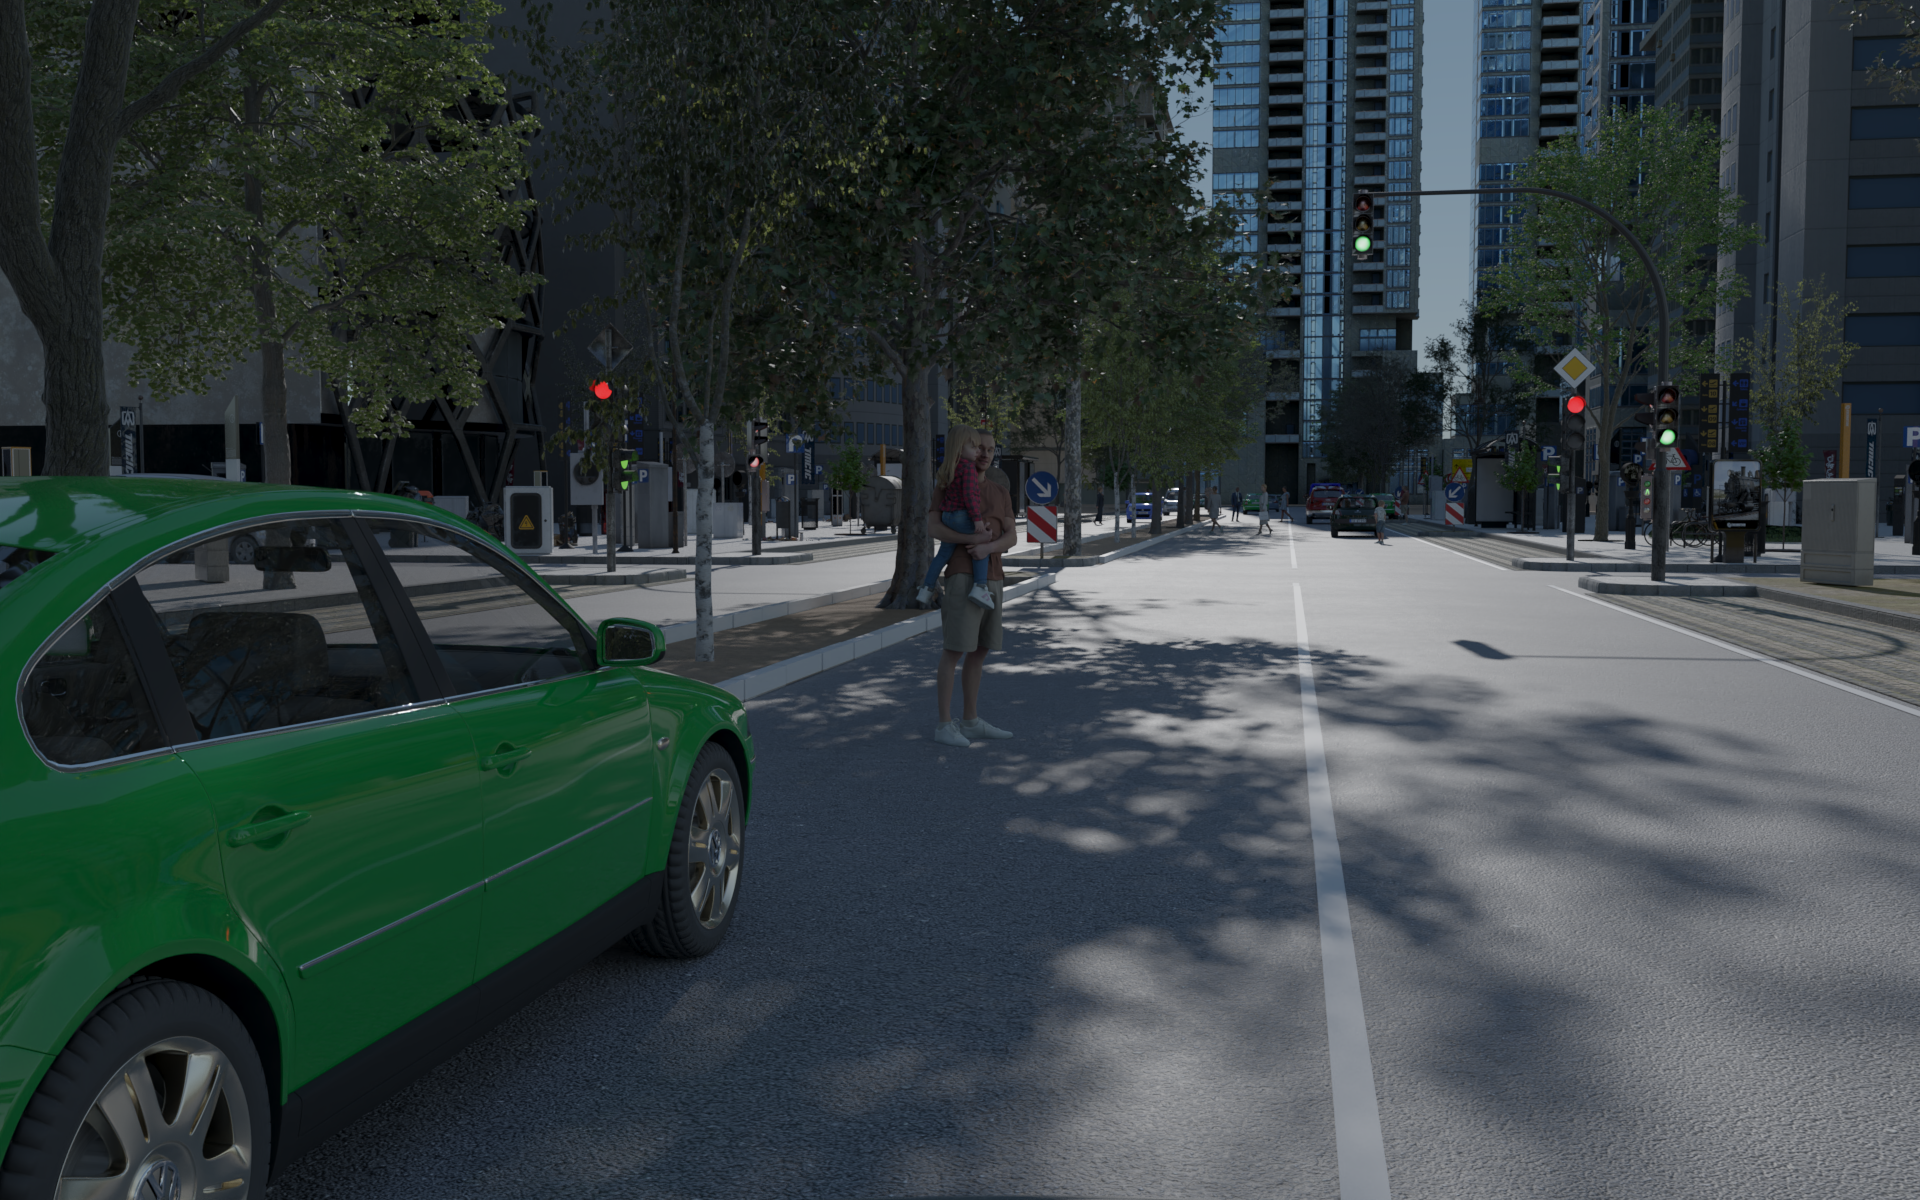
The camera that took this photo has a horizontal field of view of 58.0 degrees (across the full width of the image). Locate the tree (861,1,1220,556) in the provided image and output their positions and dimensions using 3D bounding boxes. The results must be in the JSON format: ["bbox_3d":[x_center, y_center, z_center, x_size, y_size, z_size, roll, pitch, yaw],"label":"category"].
[{"bbox_3d":[1.518,-11.102,39.856,12.611,20.169,13.585,0,3,0],"label":"tree"}]

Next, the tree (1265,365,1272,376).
[{"bbox_3d":[12.720,-10.014,91.933,9.928,11.665,9.643,0,3,0],"label":"tree"}]

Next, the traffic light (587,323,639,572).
[{"bbox_3d":[-5.742,-2.420,28.489,0.839,4.253,0.868,1,4,11],"label":"traffic light"}]

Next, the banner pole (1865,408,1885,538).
[{"bbox_3d":[26.640,-3.698,50.483,0.863,3.779,0.401,-2,4,-29],"label":"banner pole"}]

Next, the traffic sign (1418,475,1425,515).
[{"bbox_3d":[28.635,-6.533,106.926,0.768,2.556,0.104,1,4,14],"label":"traffic sign"}]

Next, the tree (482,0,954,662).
[{"bbox_3d":[-2.149,-3.788,14.751,4.360,8.622,3.978,0,3,0],"label":"tree"}]

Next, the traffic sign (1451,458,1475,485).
[{"bbox_3d":[28.947,-6.365,97.946,2.265,3.308,0.079,1,4,13],"label":"traffic sign"}]

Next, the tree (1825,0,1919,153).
[{"bbox_3d":[10.382,-6.268,12.860,12.009,13.543,11.850,0,3,0],"label":"tree"}]

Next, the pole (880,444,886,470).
[{"bbox_3d":[-3.151,-4.714,70.919,0.158,3.312,0.155,0,3,0],"label":"pole"}]

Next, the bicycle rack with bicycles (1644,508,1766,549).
[{"bbox_3d":[18.053,-1.736,41.763,2.925,0.926,2.852,1,4,14],"label":"bicycle rack with bicycles"}]

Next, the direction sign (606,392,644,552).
[{"bbox_3d":[-7.463,-2.843,38.481,0.876,3.537,0.379,-1,4,-13],"label":"direction sign"}]

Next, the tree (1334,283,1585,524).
[{"bbox_3d":[22.114,-8.549,74.192,8.767,10.594,7.601,-2,4,-33],"label":"tree"}]

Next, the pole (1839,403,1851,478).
[{"bbox_3d":[19.882,-2.759,38.953,0.158,3.312,0.155,0,3,0],"label":"pole"}]

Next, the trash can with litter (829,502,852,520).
[{"bbox_3d":[-5.900,-4.535,85.529,1.055,1.170,0.624,-3,4,-37],"label":"trash can with litter"}]

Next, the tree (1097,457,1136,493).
[{"bbox_3d":[13.494,-10.050,148.028,4.285,4.588,4.351,0,3,0],"label":"tree"}]

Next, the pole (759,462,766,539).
[{"bbox_3d":[-5.671,-3.408,49.564,0.158,3.312,0.155,0,3,0],"label":"pole"}]

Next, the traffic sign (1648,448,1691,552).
[{"bbox_3d":[15.759,-2.355,38.507,0.884,2.594,0.081,1,4,15],"label":"traffic sign"}]

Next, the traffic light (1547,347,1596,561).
[{"bbox_3d":[11.770,-2.717,33.343,0.839,4.253,0.868,1,4,11],"label":"traffic light"}]

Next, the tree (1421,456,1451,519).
[{"bbox_3d":[24.371,-5.744,88.513,1.663,3.219,1.824,0,3,0],"label":"tree"}]

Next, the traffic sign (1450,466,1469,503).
[{"bbox_3d":[23.380,-4.961,81.120,0.884,2.594,0.081,1,4,11],"label":"traffic sign"}]

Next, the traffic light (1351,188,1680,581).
[{"bbox_3d":[8.219,-3.124,25.742,4.771,5.953,1.251,1,4,11],"label":"traffic light"}]

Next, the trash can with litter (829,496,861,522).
[{"bbox_3d":[-5.691,-4.218,80.026,1.678,1.210,2.233,-3,4,-38],"label":"trash can with litter"}]

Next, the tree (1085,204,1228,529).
[{"bbox_3d":[9.176,-9.709,71.576,12.009,13.543,11.850,0,3,0],"label":"tree"}]

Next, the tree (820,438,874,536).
[{"bbox_3d":[-3.322,-3.631,53.963,1.663,3.219,1.824,0,3,0],"label":"tree"}]

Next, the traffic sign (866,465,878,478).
[{"bbox_3d":[-3.925,-4.562,74.699,0.768,2.556,0.104,1,4,14],"label":"traffic sign"}]

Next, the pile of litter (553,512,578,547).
[{"bbox_3d":[-10.007,-1.776,43.003,1.176,0.858,1.719,0,4,4],"label":"pile of litter"}]

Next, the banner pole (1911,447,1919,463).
[{"bbox_3d":[37.198,-4.723,67.233,0.401,3.779,0.863,-1,4,-11],"label":"banner pole"}]

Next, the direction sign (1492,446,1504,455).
[{"bbox_3d":[25.259,-5.473,81.486,0.876,3.537,0.379,-2,4,-31],"label":"direction sign"}]

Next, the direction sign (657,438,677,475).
[{"bbox_3d":[-11.781,-4.756,69.759,0.876,3.537,0.379,1,4,20],"label":"direction sign"}]

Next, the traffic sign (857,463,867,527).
[{"bbox_3d":[-4.023,-4.178,68.414,0.768,2.556,0.104,1,4,17],"label":"traffic sign"}]

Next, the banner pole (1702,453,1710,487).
[{"bbox_3d":[33.546,-5.391,78.153,0.863,3.779,0.401,0,4,-2],"label":"banner pole"}]

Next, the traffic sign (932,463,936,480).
[{"bbox_3d":[-1.290,-4.217,69.050,0.768,2.556,0.104,1,4,13],"label":"traffic sign"}]

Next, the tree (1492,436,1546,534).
[{"bbox_3d":[18.415,-3.773,56.289,1.663,3.219,1.824,0,3,0],"label":"tree"}]

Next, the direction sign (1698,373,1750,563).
[{"bbox_3d":[14.315,-2.478,32.510,0.876,3.537,0.379,1,4,10],"label":"direction sign"}]

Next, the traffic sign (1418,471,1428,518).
[{"bbox_3d":[25.357,-5.769,94.335,0.884,2.594,0.081,1,4,11],"label":"traffic sign"}]

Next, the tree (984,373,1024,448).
[{"bbox_3d":[1.414,-8.206,84.537,4.360,8.622,3.978,0,3,0],"label":"tree"}]

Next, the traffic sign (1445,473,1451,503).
[{"bbox_3d":[29.684,-6.406,104.838,0.768,2.556,0.104,1,4,13],"label":"traffic sign"}]

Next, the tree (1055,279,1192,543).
[{"bbox_3d":[5.670,-6.315,56.073,4.737,8.622,4.395,0,3,0],"label":"tree"}]

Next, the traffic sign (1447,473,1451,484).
[{"bbox_3d":[28.593,-6.129,100.309,0.768,2.556,0.104,1,4,18],"label":"traffic sign"}]

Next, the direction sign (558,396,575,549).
[{"bbox_3d":[-9.224,-2.967,40.507,0.379,3.537,0.876,-2,4,-31],"label":"direction sign"}]

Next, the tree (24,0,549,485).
[{"bbox_3d":[-9.655,-6.419,23.081,7.486,12.596,7.792,0,3,0],"label":"tree"}]

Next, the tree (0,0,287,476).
[{"bbox_3d":[-3.716,-4.815,6.940,9.928,11.665,9.643,0,3,0],"label":"tree"}]

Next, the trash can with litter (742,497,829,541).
[{"bbox_3d":[-5.059,-2.243,47.738,2.233,1.210,1.678,3,5,42],"label":"trash can with litter"}]

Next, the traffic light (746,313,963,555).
[{"bbox_3d":[-2.191,-3.750,35.984,4.771,5.953,1.251,1,4,11],"label":"traffic light"}]

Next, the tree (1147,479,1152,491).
[{"bbox_3d":[20.918,-11.717,186.168,1.663,3.219,1.824,0,3,0],"label":"tree"}]

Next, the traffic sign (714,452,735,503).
[{"bbox_3d":[-7.125,-3.179,52.077,0.768,2.556,0.104,1,4,18],"label":"traffic sign"}]

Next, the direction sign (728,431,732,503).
[{"bbox_3d":[-8.050,-4.206,60.757,0.379,3.537,0.876,0,4,0],"label":"direction sign"}]

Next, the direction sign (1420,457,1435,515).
[{"bbox_3d":[28.557,-6.961,105.807,0.876,3.537,0.379,0,4,1],"label":"direction sign"}]

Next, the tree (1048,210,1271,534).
[{"bbox_3d":[6.982,-8.650,62.015,7.486,12.596,7.792,0,3,0],"label":"tree"}]

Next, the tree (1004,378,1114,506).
[{"bbox_3d":[6.018,-10.303,102.866,7.601,10.594,8.767,1,4,13],"label":"tree"}]

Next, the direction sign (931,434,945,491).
[{"bbox_3d":[-0.998,-4.521,65.917,0.876,3.537,0.379,1,4,19],"label":"direction sign"}]

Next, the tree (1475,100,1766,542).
[{"bbox_3d":[17.385,-7.374,46.317,9.928,11.665,9.643,0,3,0],"label":"tree"}]

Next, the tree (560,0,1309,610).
[{"bbox_3d":[-0.534,-6.242,21.520,9.611,12.733,9.660,0,3,0],"label":"tree"}]

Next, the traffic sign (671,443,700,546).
[{"bbox_3d":[-6.761,-2.600,42.618,0.768,2.556,0.104,1,4,13],"label":"traffic sign"}]

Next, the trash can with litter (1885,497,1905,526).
[{"bbox_3d":[37.584,-3.538,69.237,1.055,1.170,0.624,2,4,28],"label":"trash can with litter"}]
